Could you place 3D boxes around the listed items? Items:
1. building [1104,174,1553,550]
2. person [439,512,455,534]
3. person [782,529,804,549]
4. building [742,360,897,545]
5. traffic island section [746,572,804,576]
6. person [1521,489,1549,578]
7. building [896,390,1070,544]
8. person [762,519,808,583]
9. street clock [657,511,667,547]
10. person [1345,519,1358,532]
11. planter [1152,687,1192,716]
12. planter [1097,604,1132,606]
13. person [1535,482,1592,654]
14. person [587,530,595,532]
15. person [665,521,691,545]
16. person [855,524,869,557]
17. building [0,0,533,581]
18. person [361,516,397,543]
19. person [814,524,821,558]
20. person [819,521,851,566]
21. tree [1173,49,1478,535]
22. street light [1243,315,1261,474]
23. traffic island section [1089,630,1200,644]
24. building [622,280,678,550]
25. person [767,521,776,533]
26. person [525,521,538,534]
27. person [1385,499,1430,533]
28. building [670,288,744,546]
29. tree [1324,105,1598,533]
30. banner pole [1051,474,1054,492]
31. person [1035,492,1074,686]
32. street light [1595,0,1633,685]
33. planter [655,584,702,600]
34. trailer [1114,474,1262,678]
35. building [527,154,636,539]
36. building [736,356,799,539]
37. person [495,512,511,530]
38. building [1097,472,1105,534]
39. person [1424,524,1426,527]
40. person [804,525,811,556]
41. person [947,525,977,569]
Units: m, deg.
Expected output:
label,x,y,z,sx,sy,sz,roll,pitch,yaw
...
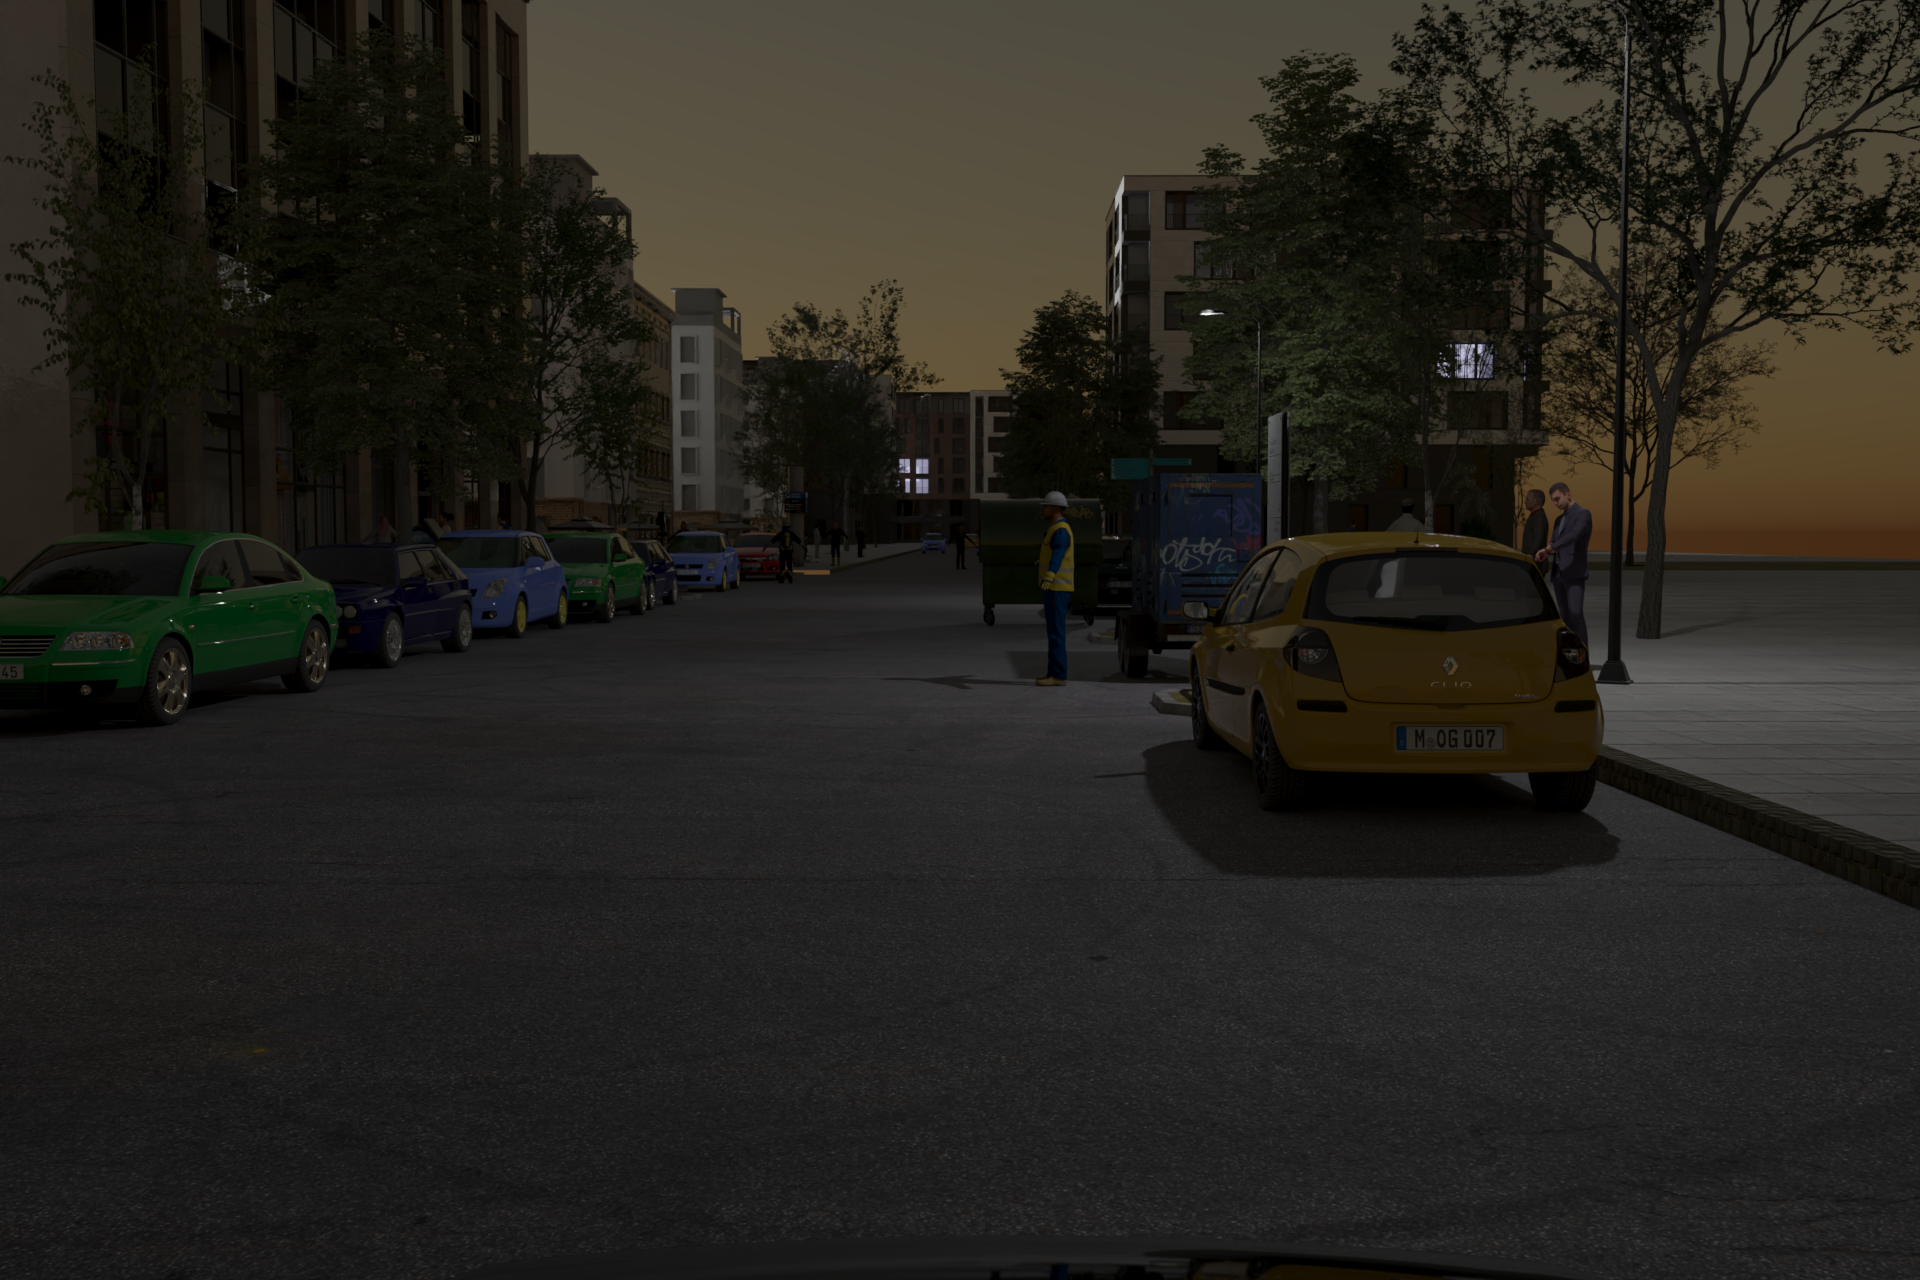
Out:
label,x,y,z,sx,sy,sz,roll,pitch,yaw
building,23.406,-16.580,115.065,27.936,21.610,32.646,0,4,1
person,-10.904,-1.810,36.371,0.721,1.739,1.217,-2,4,-28
person,-5.806,-2.985,57.383,1.348,1.813,0.705,0,4,4
building,-22.820,-22.976,219.627,27.936,21.610,32.646,0,4,1
traffic island section,-6.475,-2.298,60.438,1.991,0.108,1.994,0,4,1
person,6.727,-0.868,20.364,0.705,1.807,1.348,1,4,17
building,-0.951,-25.145,257.553,32.646,21.610,27.936,0,4,-1
person,-5.087,-2.587,50.540,1.354,1.856,0.705,-1,4,-16
street clock,-9.517,-3.108,55.384,0.358,2.002,0.471,0,4,1
person,11.277,-2.621,49.814,0.530,1.710,0.541,-1,4,-20
planter,2.618,0.417,14.321,1.991,0.319,1.994,0,4,1
planter,2.857,-0.871,35.376,1.991,0.319,1.994,0,4,1
person,5.626,-0.593,16.191,0.568,1.767,0.683,-1,4,-15
person,-17.402,-4.573,81.487,1.216,1.740,0.721,-3,4,-39
person,-9.530,-3.228,59.589,1.215,1.729,0.721,0,4,4
person,-5.447,-5.461,95.215,0.705,1.837,1.347,2,4,29
building,-29.056,-17.541,53.018,22.709,31.103,35.509,0,4,1
person,-16.581,-2.674,49.860,1.347,1.811,0.704,-1,4,-18
person,-7.583,-5.271,92.367,0.705,1.806,1.347,-1,4,-15
person,-4.999,-3.879,69.558,1.346,1.812,0.704,1,4,14
tree,8.770,-7.549,41.554,7.486,12.596,7.792,0,3,0
street light,6.719,-3.870,35.814,1.470,5.913,1.316,0,4,1
traffic island section,2.743,-0.028,23.321,1.991,0.108,1.994,0,4,1
building,-29.116,-17.091,110.369,19.493,23.208,18.063,0,3,0
person,-7.344,-3.671,66.481,0.721,1.772,1.216,2,4,26
person,-15.610,-3.462,62.735,0.704,1.817,1.347,2,4,27
person,6.833,-1.240,26.367,0.704,1.819,1.344,-3,5,-43
building,-23.660,-17.006,134.464,16.016,20.090,11.380,0,4,2
tree,8.018,-4.882,30.191,4.360,8.622,3.978,0,3,0
banner pole,3.815,-4.980,71.440,0.401,3.779,0.863,0,4,0
person,0.874,-0.489,16.430,0.705,1.833,1.349,0,4,2
street light,6.167,-2.579,14.711,1.470,5.913,1.316,0,4,1
planter,-6.781,-1.053,38.351,1.991,0.319,1.994,0,4,1
trailer,2.366,-0.689,18.308,1.471,1.999,3.904,0,3,0
building,-24.037,-14.150,87.777,16.016,20.090,11.380,0,4,1
building,-23.194,-20.133,185.598,16.016,20.090,11.380,0,4,1
person,-10.870,-2.133,41.040,0.704,1.807,1.345,1,4,22
building,22.083,-16.448,211.069,9.099,9.664,28.070,0,4,1
person,11.923,-2.361,45.455,0.742,1.727,0.445,2,4,23
person,-9.125,-5.806,101.110,0.705,1.806,1.347,-2,4,-35
person,0.043,-3.790,70.650,1.346,1.802,0.704,-2,4,-29
